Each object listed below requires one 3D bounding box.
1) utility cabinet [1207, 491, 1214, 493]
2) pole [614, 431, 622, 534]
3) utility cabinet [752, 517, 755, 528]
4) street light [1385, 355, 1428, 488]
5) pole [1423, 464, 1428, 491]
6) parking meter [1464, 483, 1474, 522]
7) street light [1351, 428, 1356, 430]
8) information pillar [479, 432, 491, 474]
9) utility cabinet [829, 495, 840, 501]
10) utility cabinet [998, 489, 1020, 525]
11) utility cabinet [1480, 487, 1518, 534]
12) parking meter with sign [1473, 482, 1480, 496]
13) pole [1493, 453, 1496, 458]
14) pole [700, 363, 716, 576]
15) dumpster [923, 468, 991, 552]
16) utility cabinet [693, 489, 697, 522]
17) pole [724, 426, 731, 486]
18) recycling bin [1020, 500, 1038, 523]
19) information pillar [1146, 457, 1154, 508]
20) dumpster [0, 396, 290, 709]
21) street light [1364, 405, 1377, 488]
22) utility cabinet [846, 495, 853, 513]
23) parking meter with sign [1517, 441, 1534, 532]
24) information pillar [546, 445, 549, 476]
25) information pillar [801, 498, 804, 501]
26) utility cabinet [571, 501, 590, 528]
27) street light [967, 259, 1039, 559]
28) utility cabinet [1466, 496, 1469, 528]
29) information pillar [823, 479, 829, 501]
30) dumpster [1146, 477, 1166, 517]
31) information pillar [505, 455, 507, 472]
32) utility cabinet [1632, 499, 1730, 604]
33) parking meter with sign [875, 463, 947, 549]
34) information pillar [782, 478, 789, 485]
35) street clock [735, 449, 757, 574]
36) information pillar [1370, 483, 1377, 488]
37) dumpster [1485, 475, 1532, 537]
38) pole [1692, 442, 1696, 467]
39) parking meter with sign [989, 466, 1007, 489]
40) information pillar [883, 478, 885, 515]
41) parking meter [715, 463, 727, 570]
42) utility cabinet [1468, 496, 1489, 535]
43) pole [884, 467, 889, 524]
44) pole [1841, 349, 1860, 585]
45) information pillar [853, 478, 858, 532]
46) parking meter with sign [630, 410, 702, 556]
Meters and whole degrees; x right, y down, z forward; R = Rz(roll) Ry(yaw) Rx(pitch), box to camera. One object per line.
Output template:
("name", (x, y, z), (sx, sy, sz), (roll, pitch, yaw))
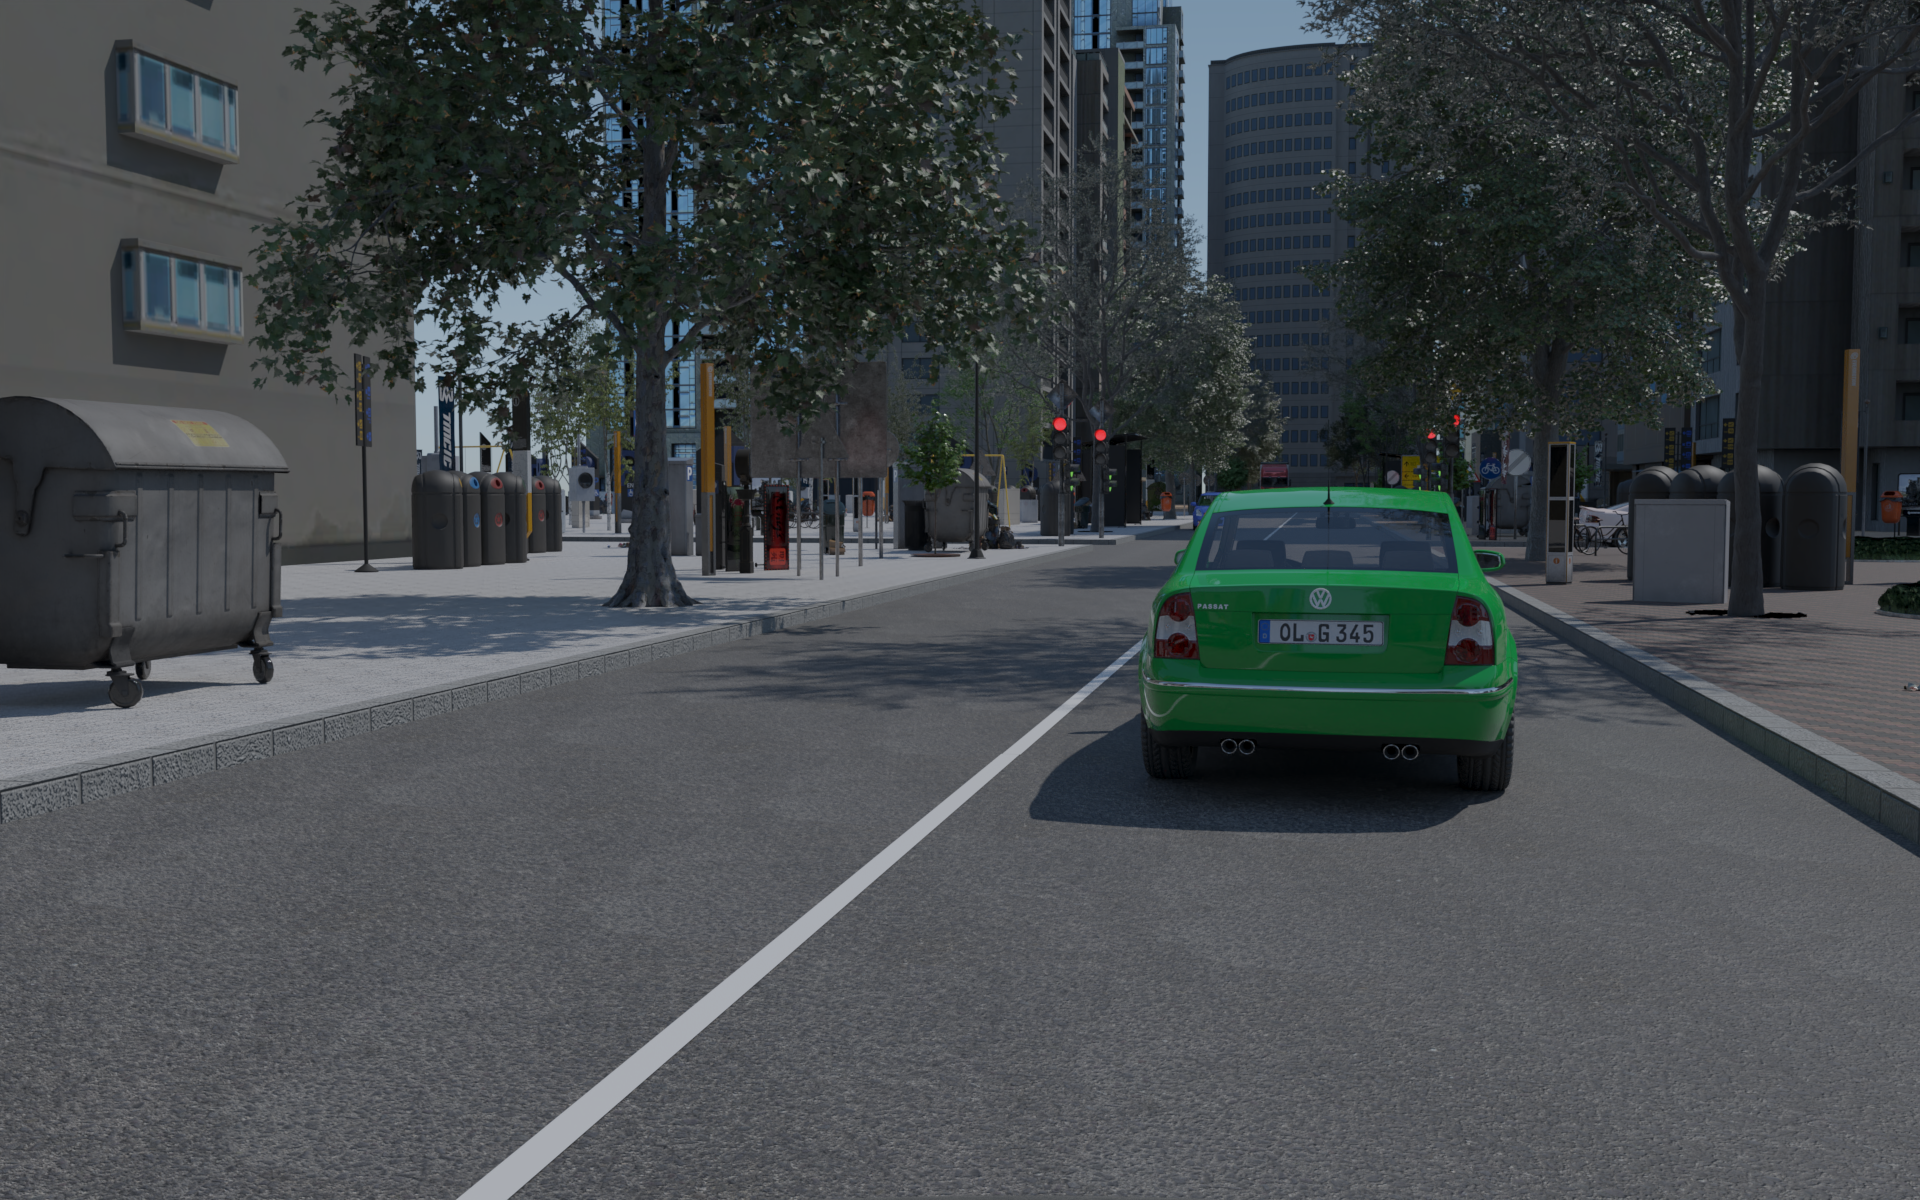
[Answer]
("utility cabinet", (17.920, -7.012, 123.325), (0.318, 1.500, 1.173), (2, 4, 31))
("pole", (-11.133, -3.820, 56.308), (0.158, 3.312, 0.155), (0, 3, 0))
("utility cabinet", (-8.287, -3.441, 64.932), (1.173, 1.500, 0.318), (-2, 4, -28))
("street light", (14.999, -5.220, 57.892), (1.470, 5.913, 1.316), (1, 4, 12))
("pole", (15.142, -3.816, 56.240), (0.158, 3.312, 0.155), (0, 3, 0))
("parking meter", (23.681, -4.579, 80.572), (0.399, 1.863, 0.255), (0, 4, -7))
("street light", (28.224, -9.141, 121.997), (1.470, 5.913, 1.316), (1, 4, 12))
("information pillar", (-17.931, -4.532, 65.450), (0.183, 3.616, 0.504), (2, 4, 35))
("utility cabinet", (-9.078, -6.962, 124.986), (1.020, 1.237, 0.306), (3, 5, 44))
("utility cabinet", (2.016, -3.838, 71.426), (0.318, 1.500, 1.173), (2, 4, 35))
("utility cabinet", (17.345, -2.880, 55.772), (0.318, 1.500, 1.173), (-3, 5, -44))
("parking meter with sign", (28.830, -6.154, 96.886), (1.738, 3.016, 0.543), (-1, 4, -20))
("pole", (26.231, -5.579, 85.062), (0.158, 3.312, 0.155), (0, 3, 0))
("pole", (-3.948, -2.036, 27.129), (0.158, 3.312, 0.155), (0, 3, 0))
("dumpster", (-0.076, -2.008, 38.590), (1.264, 1.857, 1.865), (1, 4, 12))
("utility cabinet", (-11.997, -4.287, 78.765), (0.318, 1.500, 1.173), (3, 4, 37))
("pole", (-7.001, -3.572, 52.240), (0.158, 3.312, 0.155), (0, 3, 0))
("recycling bin", (3.070, -3.968, 77.424), (0.722, 1.027, 0.722), (0, 4, -8))
("information pillar", (10.819, -6.563, 98.660), (0.504, 3.616, 0.183), (-1, 4, -16))
("dumpster", (-5.355, -0.326, 11.095), (1.264, 1.857, 1.865), (1, 4, 12))
("street light", (21.632, -7.189, 90.076), (1.470, 5.913, 1.316), (1, 4, 12))
("utility cabinet", (-7.125, -6.367, 115.255), (1.020, 1.237, 0.306), (2, 4, 35))
("parking meter with sign", (18.791, -3.710, 56.917), (0.543, 3.016, 1.738), (0, 4, -2))
("information pillar", (-19.504, -5.538, 81.893), (0.183, 3.616, 0.504), (-1, 4, -8))
("information pillar", (-10.483, -7.465, 113.412), (0.504, 3.616, 0.183), (-1, 4, -8))
("utility cabinet", (-14.320, -3.470, 65.421), (0.318, 1.500, 1.173), (0, 4, 7))
("street light", (0.858, -3.765, 34.093), (1.470, 5.913, 1.316), (1, 4, 12))
("utility cabinet", (19.552, -3.351, 65.946), (0.306, 1.237, 1.020), (2, 4, 31))
("information pillar", (-6.586, -4.923, 84.978), (0.304, 2.012, 0.304), (0, 4, -2))
("dumpster", (11.202, -5.794, 97.223), (1.502, 2.255, 1.985), (1, 4, 12))
("information pillar", (-22.140, -5.750, 85.368), (0.504, 3.616, 0.183), (-1, 4, -9))
("utility cabinet", (8.575, -0.577, 20.602), (1.020, 1.237, 0.306), (2, 4, 32))
("parking meter with sign", (-1.172, -2.707, 40.526), (1.738, 3.016, 0.543), (-1, 4, -20))
("information pillar", (-10.537, -6.928, 104.623), (0.504, 3.616, 0.183), (3, 5, 41))
("street clock", (-3.453, -1.432, 27.988), (0.358, 2.002, 0.471), (1, 4, 11))
("information pillar", (26.816, -6.595, 112.325), (0.304, 2.012, 0.304), (-2, 4, -27))
("dumpster", (16.601, -2.852, 52.393), (1.264, 1.857, 1.865), (1, 4, 12))
("pole", (28.840, -4.549, 68.214), (0.158, 3.312, 0.155), (0, 3, 0))
("parking meter with sign", (2.077, -6.906, 109.170), (1.738, 3.016, 0.543), (-1, 4, -15))
("information pillar", (-4.616, -6.994, 105.698), (0.504, 3.616, 0.183), (3, 4, 37))
("parking meter", (-4.162, -1.447, 29.365), (0.399, 1.863, 0.255), (0, 4, 4))
("utility cabinet", (16.464, -2.659, 54.636), (0.306, 1.237, 1.020), (3, 4, 37))
("pole", (-3.201, -4.992, 75.464), (0.158, 3.312, 0.155), (0, 3, 0))
("pole", (12.589, -1.877, 24.532), (0.158, 3.312, 0.155), (0, 3, 0))
("information pillar", (-3.489, -3.321, 58.782), (0.304, 2.012, 0.304), (0, 4, -5))
("parking meter with sign", (-5.944, -2.436, 36.093), (1.738, 3.016, 0.543), (1, 4, 13))
